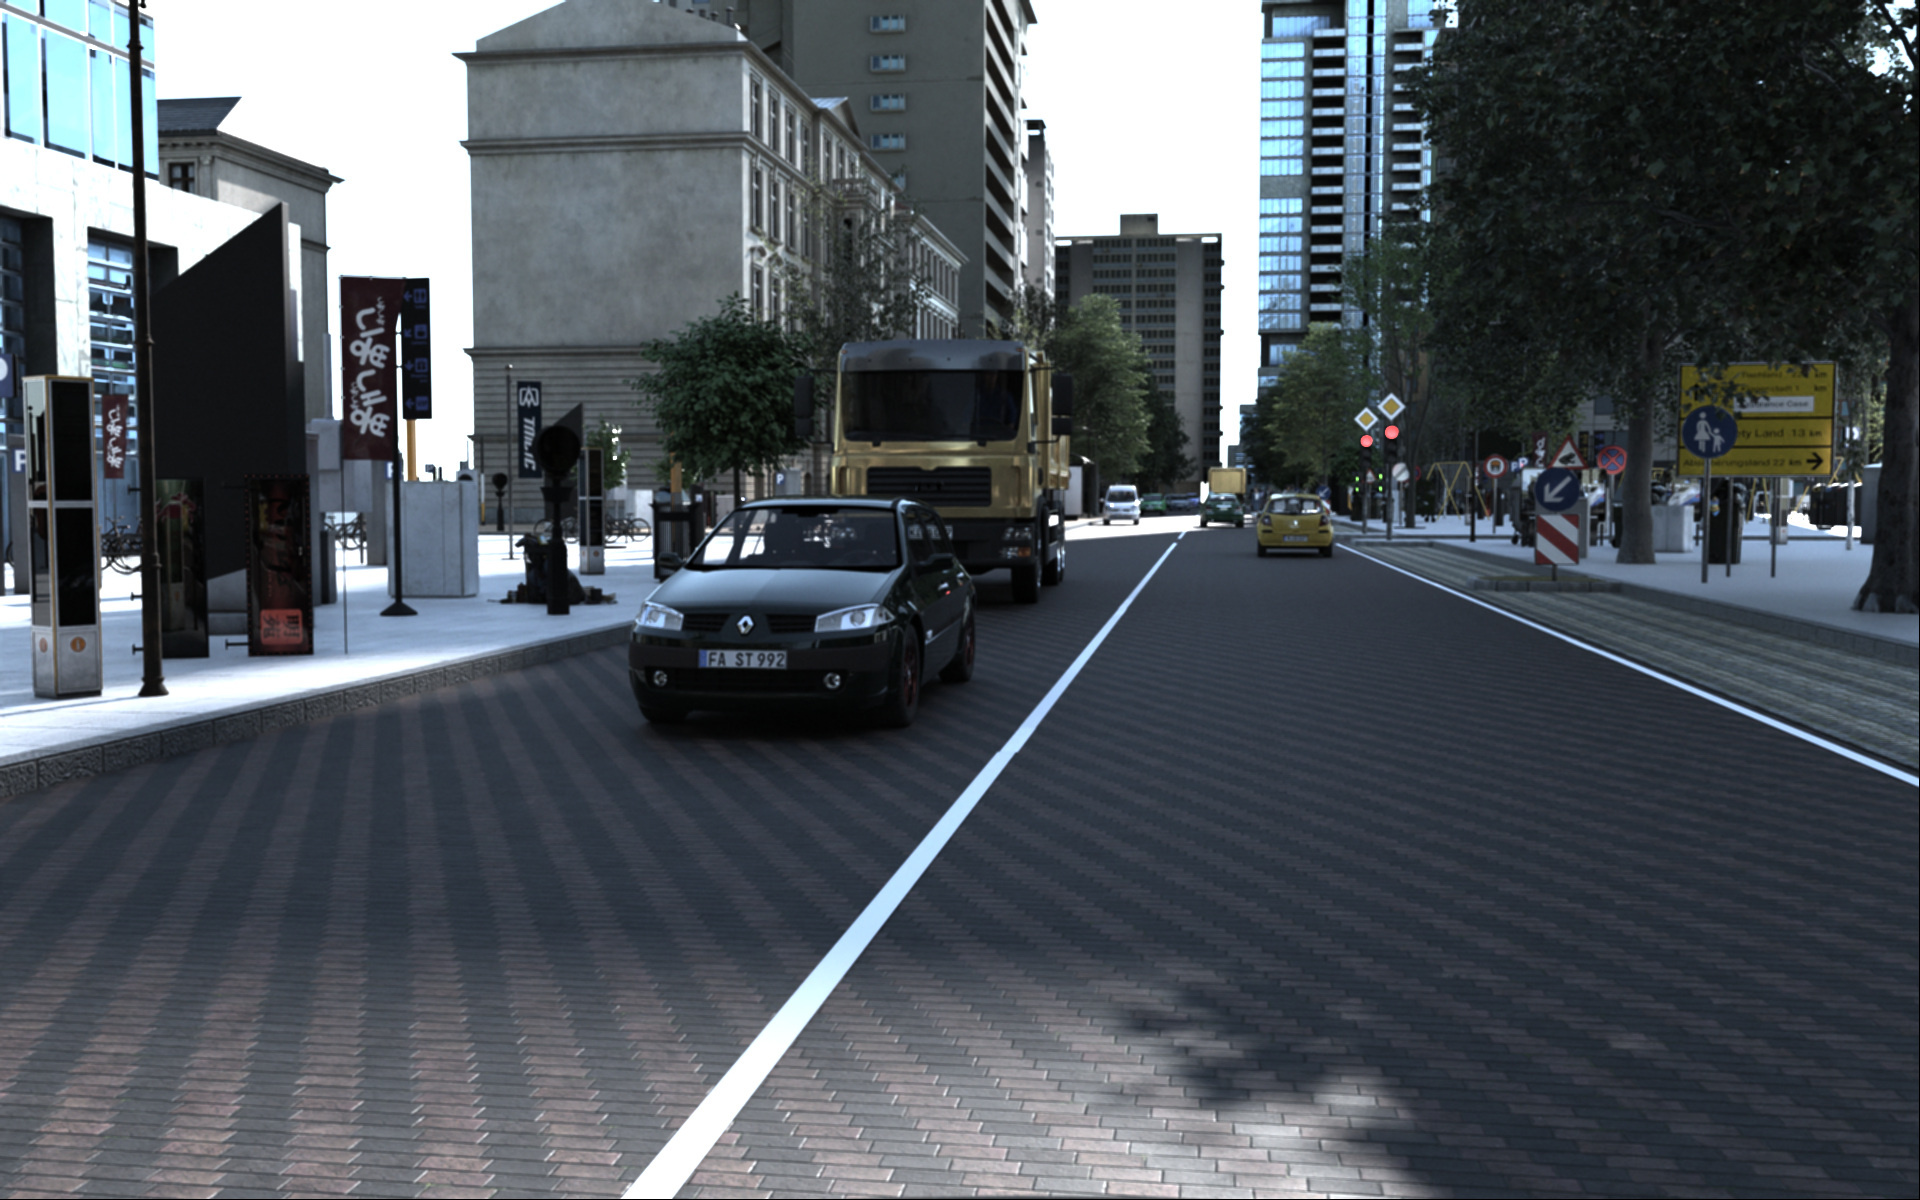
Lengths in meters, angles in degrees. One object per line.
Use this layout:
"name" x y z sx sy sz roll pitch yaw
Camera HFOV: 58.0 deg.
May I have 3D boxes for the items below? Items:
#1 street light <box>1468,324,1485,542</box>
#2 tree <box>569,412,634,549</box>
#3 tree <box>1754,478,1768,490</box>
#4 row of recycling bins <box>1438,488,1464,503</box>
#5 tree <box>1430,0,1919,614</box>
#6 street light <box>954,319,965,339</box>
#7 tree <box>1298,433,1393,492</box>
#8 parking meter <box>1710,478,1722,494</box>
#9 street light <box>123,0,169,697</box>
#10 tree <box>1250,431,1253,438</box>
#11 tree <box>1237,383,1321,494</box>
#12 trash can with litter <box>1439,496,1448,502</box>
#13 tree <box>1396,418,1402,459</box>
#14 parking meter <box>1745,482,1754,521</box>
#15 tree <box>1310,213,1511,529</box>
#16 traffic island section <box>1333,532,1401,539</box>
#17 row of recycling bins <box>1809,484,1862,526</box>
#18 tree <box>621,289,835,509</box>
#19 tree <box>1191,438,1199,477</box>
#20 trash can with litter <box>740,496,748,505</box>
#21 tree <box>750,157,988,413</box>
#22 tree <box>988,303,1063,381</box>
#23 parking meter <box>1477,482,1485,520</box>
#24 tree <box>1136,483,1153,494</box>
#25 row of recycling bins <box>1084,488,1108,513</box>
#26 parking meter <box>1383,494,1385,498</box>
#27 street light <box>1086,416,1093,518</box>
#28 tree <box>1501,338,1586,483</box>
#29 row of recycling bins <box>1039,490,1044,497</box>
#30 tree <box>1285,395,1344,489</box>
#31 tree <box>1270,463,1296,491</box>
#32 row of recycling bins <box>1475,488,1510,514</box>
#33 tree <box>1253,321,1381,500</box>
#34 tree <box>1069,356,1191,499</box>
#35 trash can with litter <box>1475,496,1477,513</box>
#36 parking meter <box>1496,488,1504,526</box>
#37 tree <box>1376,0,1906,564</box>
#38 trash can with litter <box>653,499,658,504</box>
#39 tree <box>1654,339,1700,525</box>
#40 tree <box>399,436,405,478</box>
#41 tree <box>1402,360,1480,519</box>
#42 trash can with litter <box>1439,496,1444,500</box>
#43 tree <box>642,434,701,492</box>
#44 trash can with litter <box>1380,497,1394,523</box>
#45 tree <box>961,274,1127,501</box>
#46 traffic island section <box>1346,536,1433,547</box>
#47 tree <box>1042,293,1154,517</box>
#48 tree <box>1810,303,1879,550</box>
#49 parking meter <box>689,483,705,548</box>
"street light" 13.758 -4.497 46.307 0.468 5.910 1.993 1 4 8
"tree" -8.517 -2.824 40.778 1.663 3.219 1.824 0 3 0
"tree" 46.288 -9.018 97.801 4.737 8.622 4.395 0 3 0
"row of recycling bins" 35.491 -7.022 121.917 3.534 1.692 1.069 1 4 12
"tree" 10.230 -6.207 18.485 9.611 12.733 9.660 0 3 0
"street light" -0.014 -4.474 45.945 0.468 5.910 1.993 1 4 8
"tree" 21.117 -6.608 91.761 4.285 4.588 4.351 0 3 0
"parking meter" 19.492 -2.384 44.682 0.255 1.863 0.399 3 5 44
"street light" -5.144 -2.329 10.869 0.468 5.910 1.993 1 4 8
"tree" 28.929 -14.202 150.325 7.486 12.596 7.792 0 3 0
"tree" 36.380 -17.642 195.103 9.857 13.997 8.962 0 3 0
"trash can with litter" 30.751 -6.100 111.120 1.055 1.170 0.624 1 4 21
"tree" 33.726 -10.727 125.742 4.360 8.622 3.978 0 3 0
"parking meter" 38.008 -4.750 83.372 0.255 1.863 0.399 0 4 1
"tree" 16.795 -8.466 64.167 9.928 11.665 9.643 0 3 0
"traffic island section" 13.098 -2.061 55.983 2.009 0.180 2.903 1 4 8
"row of recycling bins" 35.879 -3.879 70.530 1.069 1.692 3.534 0 4 -5
"tree" -3.699 -2.701 27.873 4.285 4.588 4.351 0 3 0
"tree" 18.288 -15.817 175.609 9.611 12.733 9.660 0 3 0
"trash can with litter" -7.361 -3.049 60.911 1.678 1.210 2.233 2 4 24
"tree" -2.310 -5.308 37.154 4.360 8.622 3.978 0 3 0
"tree" 1.715 -7.082 66.146 4.360 8.622 3.978 0 3 0
"parking meter" 26.246 -4.987 87.250 0.255 1.863 0.399 3 4 37
"tree" 20.695 -14.532 187.964 4.360 8.622 3.978 0 3 0
"row of recycling bins" 8.311 -6.684 116.404 3.534 1.692 1.069 -1 4 -11
"parking meter" 23.654 -5.516 95.900 0.399 1.863 0.255 -1 4 -22
"street light" 6.887 -7.320 92.475 0.468 5.910 1.993 1 4 8
"tree" 25.441 -7.617 74.900 4.737 8.622 4.395 0 3 0
"row of recycling bins" 4.163 -5.149 91.307 1.069 1.692 3.534 1 4 22
"tree" 25.214 -10.464 121.441 4.737 8.622 4.395 0 3 0
"tree" 31.165 -10.823 160.667 4.285 4.588 4.351 0 3 0
"row of recycling bins" 34.598 -6.410 111.917 1.069 1.692 3.534 0 4 -4
"tree" 23.894 -11.983 114.047 7.486 12.596 7.792 0 3 0
"tree" 13.136 -13.518 138.031 9.611 12.733 9.660 0 3 0
"trash can with litter" 35.473 -6.533 117.871 2.233 1.210 1.678 0 4 1
"parking meter" 21.603 -3.731 69.420 0.372 1.533 0.369 0 3 0
"tree" 12.637 -7.647 31.687 9.857 13.997 8.962 0 3 0
"trash can with litter" -12.219 -3.614 70.482 1.055 1.170 0.624 0 4 -6
"tree" 28.499 -7.119 66.765 4.360 8.622 3.978 0 3 0
"tree" -15.970 -3.293 48.440 1.663 3.219 1.824 0 3 0
"tree" 25.488 -8.595 90.887 4.360 8.622 3.978 0 3 0
"trash can with litter" 32.682 -6.558 118.279 1.678 1.210 2.233 -3 4 -38
"tree" -7.827 -3.302 48.583 1.663 3.219 1.824 0 3 0
"trash can with litter" 19.041 -4.029 77.254 0.624 1.170 1.055 1 4 14
"tree" 3.667 -8.514 73.619 7.601 10.594 8.767 2 4 32
"traffic island section" 11.936 -1.578 48.083 2.009 0.180 2.903 1 4 8
"tree" 7.369 -11.030 98.464 7.486 12.596 7.792 0 3 0
"tree" 20.222 -5.458 39.594 4.360 8.622 3.978 0 3 0
"parking meter" -6.306 -2.030 41.605 0.372 1.533 0.369 0 3 0
